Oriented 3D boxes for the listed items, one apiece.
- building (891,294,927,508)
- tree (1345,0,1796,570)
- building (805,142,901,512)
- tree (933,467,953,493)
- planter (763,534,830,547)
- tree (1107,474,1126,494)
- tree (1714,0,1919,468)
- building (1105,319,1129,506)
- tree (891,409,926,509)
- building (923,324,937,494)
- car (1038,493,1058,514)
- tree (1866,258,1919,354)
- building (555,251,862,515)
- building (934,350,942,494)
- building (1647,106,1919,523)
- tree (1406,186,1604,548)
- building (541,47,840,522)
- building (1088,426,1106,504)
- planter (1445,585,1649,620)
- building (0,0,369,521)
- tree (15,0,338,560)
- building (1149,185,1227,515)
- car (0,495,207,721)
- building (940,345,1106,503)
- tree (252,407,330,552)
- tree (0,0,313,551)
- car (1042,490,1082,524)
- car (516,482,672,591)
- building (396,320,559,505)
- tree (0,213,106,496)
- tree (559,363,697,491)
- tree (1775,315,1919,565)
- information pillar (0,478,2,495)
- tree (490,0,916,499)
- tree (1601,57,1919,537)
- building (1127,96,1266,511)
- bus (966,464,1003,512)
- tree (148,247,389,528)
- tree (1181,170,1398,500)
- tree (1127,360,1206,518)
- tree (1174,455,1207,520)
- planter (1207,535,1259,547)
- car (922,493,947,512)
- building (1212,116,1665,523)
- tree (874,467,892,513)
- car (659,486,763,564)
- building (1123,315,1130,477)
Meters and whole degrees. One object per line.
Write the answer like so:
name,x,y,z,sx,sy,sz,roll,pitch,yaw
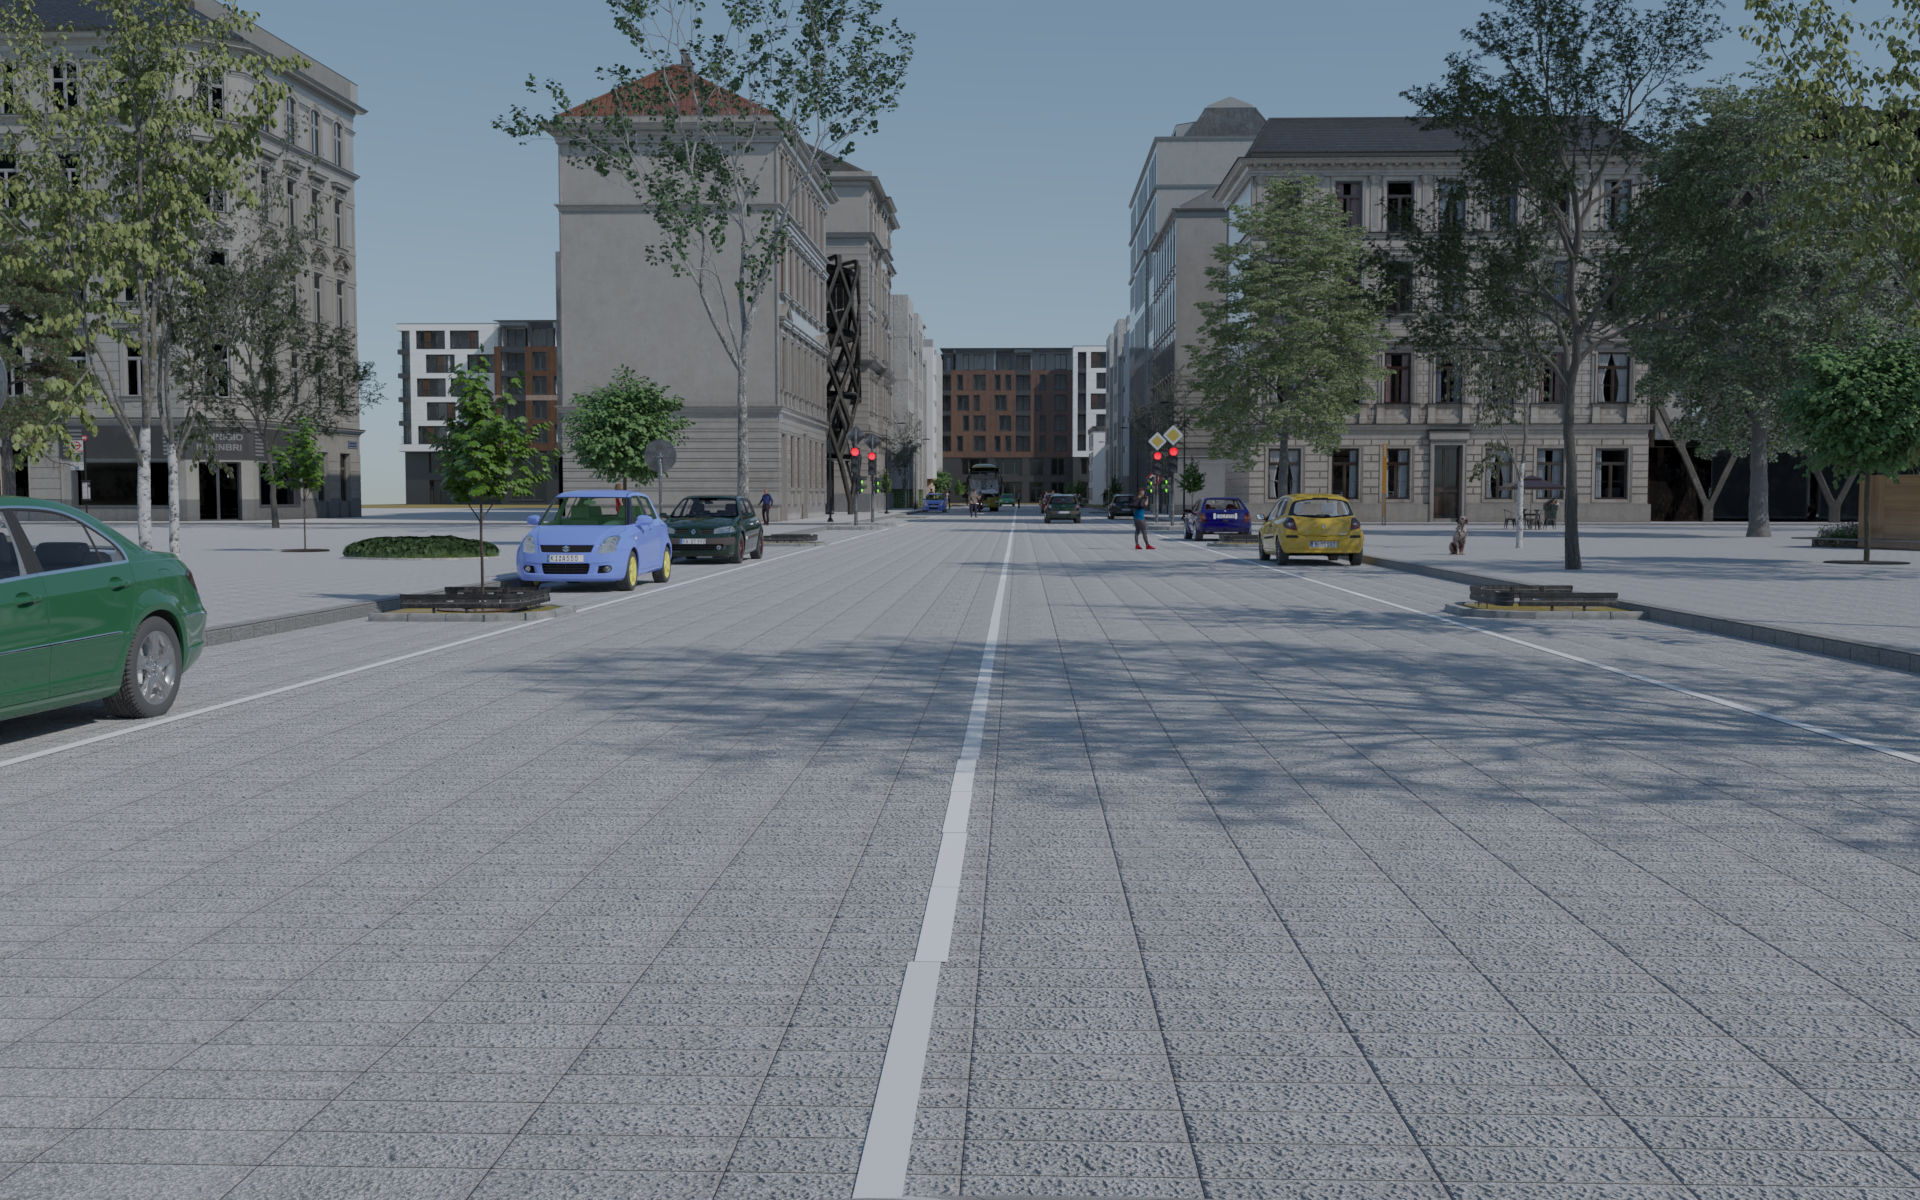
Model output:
building,-12.451,-18.542,169.612,16.747,18.905,31.486,0,4,2
tree,10.108,-5.799,29.231,7.601,10.594,8.767,0,4,3
building,-12.225,-21.182,133.716,14.401,28.519,23.554,0,4,2
tree,-2.479,-13.878,210.624,4.285,4.588,4.351,0,3,0
planter,-4.680,-1.659,48.270,1.991,0.319,1.994,0,4,2
tree,13.773,-9.807,154.950,1.663,3.219,1.824,0,3,0
tree,9.417,-4.029,16.243,4.737,8.622,4.395,0,3,0
building,24.596,-19.374,183.218,16.747,18.905,31.486,0,4,2
tree,-4.889,-12.135,148.771,4.360,8.622,3.978,0,3,0
building,-10.549,-20.471,191.114,16.016,20.091,11.380,0,4,2
car,6.914,-7.319,128.704,2.155,1.783,4.494,0,4,2
tree,36.047,-9.086,58.932,12.009,13.543,11.850,0,3,0
building,-14.714,-14.734,108.355,16.820,18.784,16.811,0,4,2
building,-18.353,-21.710,221.422,31.486,18.905,16.747,0,4,2
building,40.331,-13.281,84.600,16.811,18.784,16.820,0,4,2
tree,13.071,-5.540,40.940,4.360,8.622,3.978,0,3,0
building,-13.022,-15.478,89.224,11.583,22.565,21.152,0,4,2
building,20.845,-16.588,213.368,9.099,9.664,28.070,0,4,2
planter,6.905,0.023,20.757,1.991,0.319,1.994,0,4,2
building,-55.127,-19.103,88.750,44.131,29.872,17.030,0,4,2
tree,-11.655,-4.630,26.056,4.360,8.622,3.978,0,3,0
building,17.953,-16.193,113.903,9.793,20.994,18.267,0,4,2
car,-6.136,0.121,9.820,2.131,1.459,4.920,0,4,3
building,13.822,-24.963,252.115,32.646,21.610,27.936,0,4,2
tree,-14.590,-2.694,38.649,1.663,3.219,1.824,0,3,0
tree,-9.330,-4.206,19.130,4.737,8.622,4.395,0,3,0
car,5.019,-4.600,84.995,2.009,1.686,4.222,0,4,1
car,-5.610,-1.049,26.743,1.945,1.707,3.694,0,4,2
building,-50.581,-22.823,217.133,32.646,21.610,27.936,0,4,2
tree,-35.859,-8.745,65.042,6.751,12.117,7.091,0,3,0
tree,-8.309,-3.651,43.400,4.285,4.588,4.351,0,3,0
tree,16.834,-2.954,32.018,4.285,4.588,4.351,0,3,0
information pillar,-43.693,-4.531,78.570,0.304,2.012,0.304,1,4,21
tree,-8.678,-12.354,57.872,12.611,20.169,13.585,0,3,0
tree,23.820,-8.837,51.137,9.857,13.997,8.962,0,3,0
building,19.810,-22.024,137.577,11.434,29.767,29.804,0,4,2
bus,1.980,-9.389,145.059,2.896,3.916,12.252,0,3,0
tree,-25.928,-7.999,65.203,8.767,10.594,7.601,-2,4,-32
tree,11.868,-8.742,61.059,7.486,12.596,7.792,0,3,0
tree,11.213,-8.789,94.065,4.360,8.622,3.978,0,3,0
tree,11.282,-5.534,85.076,1.663,3.219,1.824,0,3,0
planter,7.835,-1.624,47.684,1.991,0.319,1.994,0,4,2
car,-1.927,-7.553,133.082,1.945,1.707,3.694,0,4,3
building,22.198,-13.322,82.435,19.286,19.102,10.561,0,4,2
tree,-5.216,-7.725,120.902,1.663,3.219,1.824,0,3,0
car,-5.285,-1.657,36.880,2.009,1.686,4.222,0,4,3
building,23.341,-18.642,161.222,16.016,20.091,11.380,0,4,2
